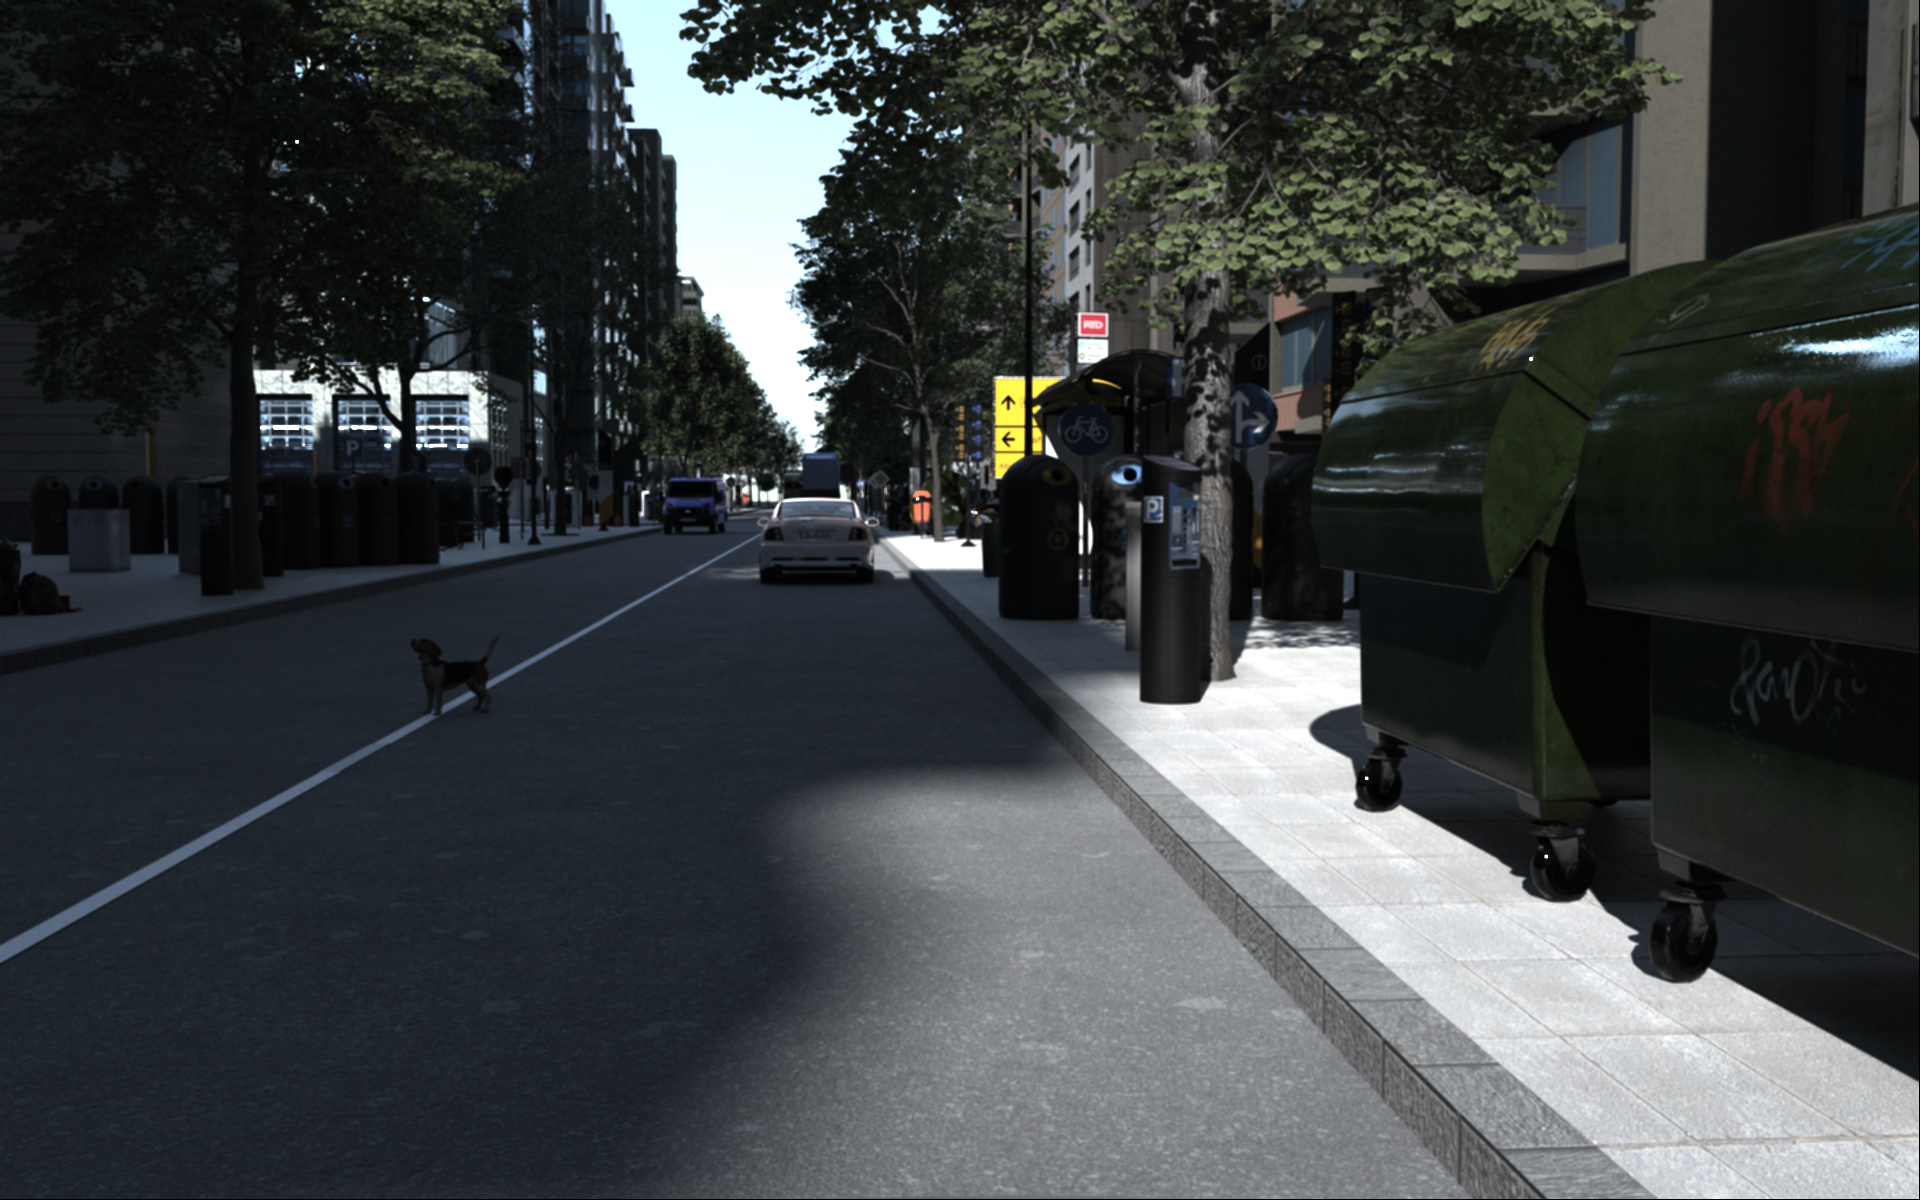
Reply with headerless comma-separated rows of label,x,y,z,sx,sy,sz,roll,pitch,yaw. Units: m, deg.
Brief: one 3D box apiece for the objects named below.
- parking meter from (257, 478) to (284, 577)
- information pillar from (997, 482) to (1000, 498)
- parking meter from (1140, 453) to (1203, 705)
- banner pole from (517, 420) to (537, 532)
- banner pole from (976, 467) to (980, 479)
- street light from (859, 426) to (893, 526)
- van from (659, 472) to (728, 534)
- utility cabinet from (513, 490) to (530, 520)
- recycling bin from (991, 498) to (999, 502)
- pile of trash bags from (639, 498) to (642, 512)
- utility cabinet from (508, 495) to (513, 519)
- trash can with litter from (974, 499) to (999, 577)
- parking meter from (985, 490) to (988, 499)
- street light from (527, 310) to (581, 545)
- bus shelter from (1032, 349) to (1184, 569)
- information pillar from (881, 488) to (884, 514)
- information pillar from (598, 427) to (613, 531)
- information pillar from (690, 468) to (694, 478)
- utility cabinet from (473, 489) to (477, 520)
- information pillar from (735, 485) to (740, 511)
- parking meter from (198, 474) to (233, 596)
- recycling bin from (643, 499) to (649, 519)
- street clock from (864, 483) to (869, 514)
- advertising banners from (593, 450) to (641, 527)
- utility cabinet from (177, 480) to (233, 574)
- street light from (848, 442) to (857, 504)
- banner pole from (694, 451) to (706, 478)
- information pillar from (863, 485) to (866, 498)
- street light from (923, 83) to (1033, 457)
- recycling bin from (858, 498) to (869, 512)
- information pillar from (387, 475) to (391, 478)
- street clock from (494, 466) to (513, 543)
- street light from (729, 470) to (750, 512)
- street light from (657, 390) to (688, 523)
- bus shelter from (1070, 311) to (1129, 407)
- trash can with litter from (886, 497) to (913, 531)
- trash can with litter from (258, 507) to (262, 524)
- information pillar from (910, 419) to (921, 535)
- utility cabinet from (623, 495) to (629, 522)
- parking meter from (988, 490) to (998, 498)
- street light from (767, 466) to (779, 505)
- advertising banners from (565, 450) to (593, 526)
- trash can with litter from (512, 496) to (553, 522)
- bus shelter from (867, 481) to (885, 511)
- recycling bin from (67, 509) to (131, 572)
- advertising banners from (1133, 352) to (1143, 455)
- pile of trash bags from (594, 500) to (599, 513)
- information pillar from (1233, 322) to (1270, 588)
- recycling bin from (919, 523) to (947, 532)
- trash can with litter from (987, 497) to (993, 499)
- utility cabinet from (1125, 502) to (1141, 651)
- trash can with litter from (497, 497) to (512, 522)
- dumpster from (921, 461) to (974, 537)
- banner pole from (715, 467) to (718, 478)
parking meter,-10.759,-1.137,26.996,0.372,1.533,0.369,0,3,0
information pillar,2.509,-6.337,108.109,0.304,2.012,0.304,-3,4,-37
parking meter,1.302,-0.139,10.691,0.372,1.533,0.369,0,3,0
banner pole,-14.613,-4.190,58.525,0.863,3.779,0.401,2,4,26
banner pole,1.356,-9.189,140.250,0.401,3.779,0.863,-3,4,-36
street light,-3.301,-5.942,69.694,1.470,5.913,1.316,0,4,-4
van,-9.700,-3.614,63.480,2.240,2.365,5.245,0,4,-3
utility cabinet,-21.584,-4.718,85.816,0.318,1.500,1.173,3,5,40
recycling bin,2.253,-5.317,99.484,0.722,1.027,0.722,3,5,41
pile of trash bags,-28.588,-8.520,149.048,1.912,1.369,3.447,0,4,3
utility cabinet,-23.081,-4.780,89.313,1.020,1.237,0.306,3,5,39
trash can with litter,0.542,-0.959,27.060,0.624,1.170,1.055,0,4,2
parking meter,1.808,-6.226,110.211,0.372,1.533,0.369,0,3,0
street light,-10.258,-4.358,43.790,1.470,5.913,1.316,0,4,-4
bus shelter,2.357,-2.024,27.024,2.014,3.302,5.546,0,4,-4
information pillar,-4.943,-7.300,110.703,0.183,3.616,0.504,0,4,1
information pillar,-12.369,-4.222,60.382,0.504,3.616,0.183,0,4,-3
information pillar,-21.205,-8.912,137.067,0.504,3.616,0.183,3,4,38
utility cabinet,-22.164,-4.313,79.202,0.318,1.500,1.173,0,4,7
information pillar,-17.203,-7.916,133.914,0.304,2.012,0.304,-2,4,-35
parking meter,-9.458,-0.831,22.005,0.372,1.533,0.369,0,3,0
recycling bin,-15.659,-4.601,87.779,0.722,1.027,0.722,-1,4,-17
street clock,-5.906,-6.382,108.910,0.358,2.002,0.471,0,4,-1
advertising banners,-13.450,-4.401,68.141,2.074,3.025,0.090,2,4,23
utility cabinet,-11.906,-1.152,27.511,1.173,1.500,0.318,2,4,27
street light,-5.835,-7.963,102.735,1.470,5.913,1.316,0,4,-4
banner pole,-14.789,-6.658,98.870,0.863,3.779,0.401,-2,4,-31
information pillar,-7.884,-8.504,143.535,0.304,2.012,0.304,0,4,-6
street light,0.241,-2.880,19.634,1.470,5.913,1.316,0,4,-4
recycling bin,-7.007,-6.909,125.510,0.722,1.027,0.722,0,4,3
information pillar,-22.544,-3.897,68.215,0.304,2.012,0.304,-1,4,-14
street clock,-11.941,-2.494,45.348,0.358,2.002,0.471,2,4,26
street light,-16.255,-9.450,127.049,1.470,5.913,1.316,0,4,-4
street light,-12.796,-6.403,77.228,1.470,5.913,1.316,0,4,-4
bus shelter,2.390,-3.551,35.683,2.179,5.291,8.768,0,4,-4
trash can with litter,-2.081,-3.003,60.486,1.055,1.170,0.624,3,5,43
trash can with litter,-12.893,-1.288,32.445,0.624,1.170,1.055,-2,4,-26
information pillar,-1.402,-3.836,54.075,0.183,3.616,0.504,2,4,30
utility cabinet,-15.079,-4.160,79.184,0.306,1.237,1.020,1,4,18
parking meter,2.102,-5.796,103.168,0.372,1.533,0.369,0,3,0
street light,-21.920,-14.108,203.204,1.470,5.913,1.316,0,4,-4
advertising banners,-14.783,-4.443,68.831,2.074,3.025,0.090,-1,4,-11
trash can with litter,-19.197,-4.166,79.169,2.233,1.210,1.678,1,4,23
bus shelter,-6.470,-9.758,137.182,2.179,5.291,8.768,0,4,-4
recycling bin,-14.288,-0.991,28.755,0.722,1.027,0.722,0,4,-1
advertising banners,2.155,-1.605,22.428,0.090,3.025,2.074,0,4,-4
pile of trash bags,-23.343,-6.437,114.997,1.912,1.369,3.447,-1,4,-19
information pillar,3.982,-1.972,23.601,0.504,3.616,0.183,0,4,-6
recycling bin,-0.930,-2.859,59.302,0.722,1.027,0.722,-2,4,-35
trash can with litter,0.613,-2.786,56.931,1.055,1.170,0.624,2,4,29
utility cabinet,1.699,-0.207,14.545,0.306,1.237,1.020,2,4,25
trash can with litter,-21.247,-4.199,80.033,0.624,1.170,1.055,1,4,23
dumpster,-0.402,-3.040,52.193,1.502,2.255,1.985,0,4,-4
banner pole,-16.074,-7.647,115.045,0.401,3.779,0.863,-3,4,-36
